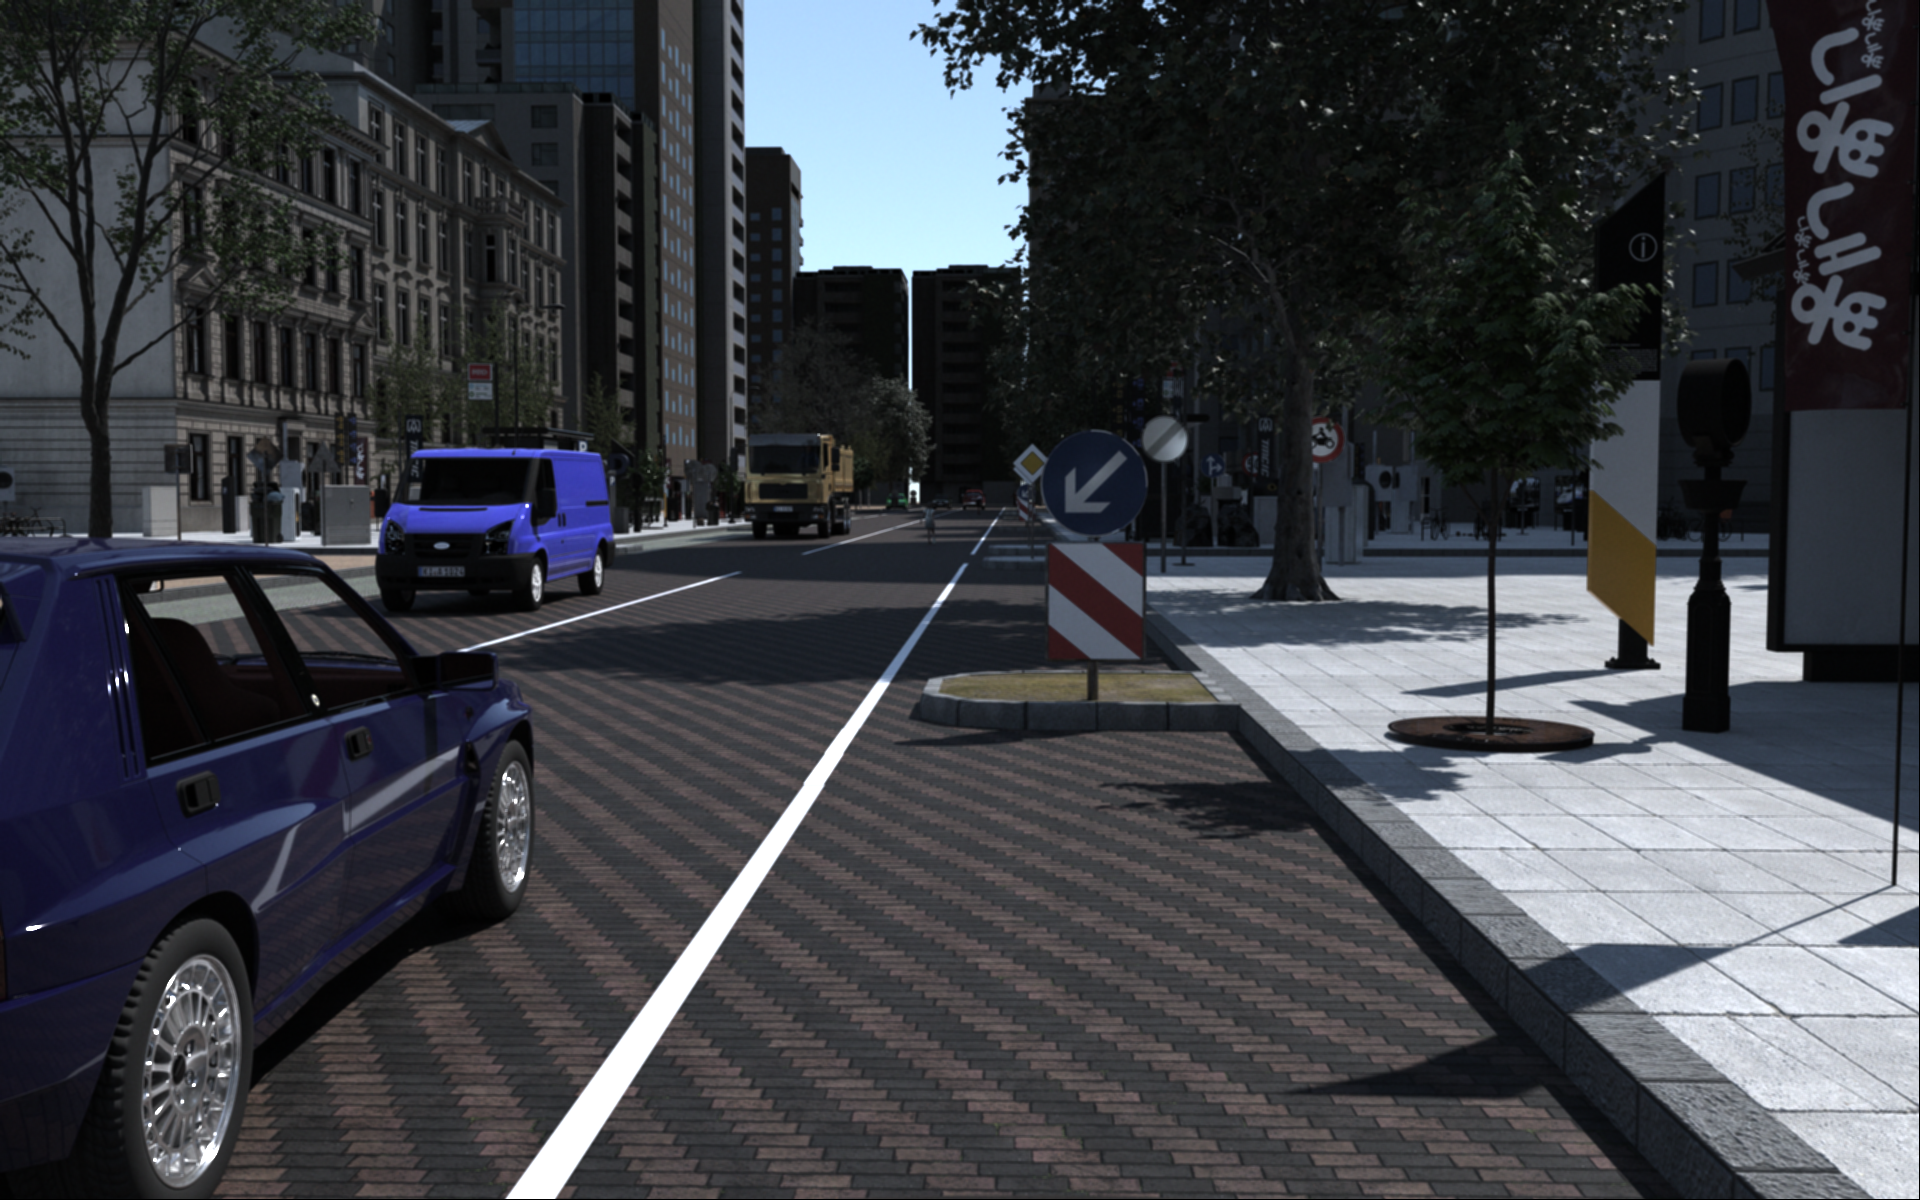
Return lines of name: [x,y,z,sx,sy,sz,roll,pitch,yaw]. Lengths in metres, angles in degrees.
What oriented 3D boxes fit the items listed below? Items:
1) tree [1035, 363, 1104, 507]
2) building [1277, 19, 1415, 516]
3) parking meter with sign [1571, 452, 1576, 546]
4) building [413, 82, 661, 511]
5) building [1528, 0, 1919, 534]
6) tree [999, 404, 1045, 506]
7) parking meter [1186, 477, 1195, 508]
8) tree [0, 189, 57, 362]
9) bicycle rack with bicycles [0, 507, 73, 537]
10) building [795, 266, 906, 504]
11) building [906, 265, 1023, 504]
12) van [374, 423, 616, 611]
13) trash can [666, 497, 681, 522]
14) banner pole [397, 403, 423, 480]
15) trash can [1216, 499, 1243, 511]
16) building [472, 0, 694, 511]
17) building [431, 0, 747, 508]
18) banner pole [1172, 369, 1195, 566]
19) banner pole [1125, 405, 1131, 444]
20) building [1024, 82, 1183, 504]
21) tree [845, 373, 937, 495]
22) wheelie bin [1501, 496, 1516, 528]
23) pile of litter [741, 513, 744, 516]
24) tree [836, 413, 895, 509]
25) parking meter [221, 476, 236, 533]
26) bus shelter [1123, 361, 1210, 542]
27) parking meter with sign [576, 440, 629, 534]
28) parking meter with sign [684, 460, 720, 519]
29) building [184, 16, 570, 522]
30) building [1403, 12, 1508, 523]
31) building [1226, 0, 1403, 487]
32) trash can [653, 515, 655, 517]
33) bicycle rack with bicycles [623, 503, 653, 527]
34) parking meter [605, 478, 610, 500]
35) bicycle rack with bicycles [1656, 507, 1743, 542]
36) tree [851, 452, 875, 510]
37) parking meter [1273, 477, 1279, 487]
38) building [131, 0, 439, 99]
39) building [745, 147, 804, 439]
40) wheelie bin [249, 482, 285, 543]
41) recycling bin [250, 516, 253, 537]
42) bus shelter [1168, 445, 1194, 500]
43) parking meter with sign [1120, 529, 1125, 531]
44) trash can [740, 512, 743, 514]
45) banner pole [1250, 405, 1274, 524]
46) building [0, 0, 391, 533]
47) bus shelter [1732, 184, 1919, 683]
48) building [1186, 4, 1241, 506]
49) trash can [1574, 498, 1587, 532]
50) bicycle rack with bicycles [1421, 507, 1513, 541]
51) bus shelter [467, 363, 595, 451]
tree: [5.514,-8.494,89.238,4.737,8.622,4.395,0,3,0]
building: [26.985,-20.652,109.361,14.160,30.474,14.107,0,4,2]
parking meter with sign: [15.937,-2.832,42.563,1.738,3.016,0.543,2,4,34]
building: [-30.185,-21.622,125.225,14.160,30.474,14.107,0,4,2]
building: [37.268,-31.889,63.379,28.212,58.520,21.231,0,4,2]
tree: [8.882,-17.065,185.675,9.857,13.997,8.962,0,3,0]
parking meter: [7.639,-3.203,58.086,0.399,1.863,0.255,3,5,40]
tree: [-18.807,-4.943,31.186,4.360,8.622,3.978,0,3,0]
bicycle rack with bicycles: [-26.212,-2.090,47.556,2.852,0.926,2.925,2,4,27]
building: [-13.801,-27.567,222.413,14.107,30.474,14.160,0,4,2]
building: [0.939,-27.496,221.263,14.107,30.474,14.160,0,4,2]
van: [-6.074,-1.136,22.966,2.240,2.365,5.245,0,4,1]
trash can: [-13.452,-4.249,81.128,0.748,1.137,0.748,0,3,0]
banner pole: [-15.277,-3.547,48.013,0.863,3.779,0.401,-2,4,-31]
trash can: [7.530,-2.249,48.427,0.748,1.137,0.748,0,3,0]
building: [-29.433,-29.894,138.882,14.600,45.320,14.200,0,4,2]
building: [-35.577,-38.355,169.108,28.212,58.520,21.231,0,4,2]
banner pole: [3.920,-2.498,30.854,0.401,3.779,0.863,2,4,27]
banner pole: [4.167,-3.223,42.709,0.863,3.779,0.401,-1,4,-9]
building: [22.118,-39.056,227.802,27.495,52.752,28.713,0,4,2]
tree: [-7.332,-16.778,180.979,9.857,13.997,8.962,0,3,0]
wheelie bin: [21.034,-3.557,66.058,0.693,1.594,0.980,0,4,3]
pile of litter: [-12.209,-5.232,99.504,1.176,0.858,1.719,0,4,0]
tree: [-8.827,-12.356,152.384,4.737,8.622,4.395,0,3,0]
parking meter: [-23.876,-3.108,56.529,0.399,1.863,0.255,2,4,32]
bus shelter: [5.623,-4.397,49.525,2.179,5.291,8.768,0,4,2]
parking meter with sign: [-11.553,-3.664,56.165,1.738,3.016,0.543,1,4,23]
parking meter with sign: [-13.015,-5.585,87.571,1.738,3.016,0.543,1,4,17]
building: [-30.810,-16.747,92.903,14.460,24.649,34.723,0,4,2]
building: [28.670,-24.405,82.624,14.154,41.232,14.086,0,4,2]
building: [32.679,-31.371,132.526,23.786,49.044,30.456,0,4,2]
trash can: [-17.417,-5.229,97.143,0.748,1.137,0.748,0,3,0]
bicycle rack with bicycles: [-13.444,-3.299,67.323,2.925,0.926,2.852,-1,4,-8]
parking meter: [-11.350,-3.015,55.010,0.255,1.863,0.399,3,5,44]
bicycle rack with bicycles: [19.915,-2.088,47.517,2.925,0.926,2.852,-2,4,-31]
tree: [-8.148,-9.321,136.114,4.285,4.588,4.351,0,3,0]
parking meter: [10.029,-3.051,55.603,0.255,1.863,0.399,-3,4,-36]
building: [-63.951,-35.312,166.593,27.495,52.752,28.713,0,4,2]
building: [-27.932,-35.033,222.895,14.200,45.320,14.600,0,4,2]
wheelie bin: [-18.033,-2.272,45.063,0.980,1.594,0.693,0,4,4]
recycling bin: [-20.787,-2.410,51.951,0.722,1.027,0.722,3,4,36]
bus shelter: [7.344,-4.290,64.066,2.014,3.302,5.546,0,4,2]
parking meter with sign: [5.060,-3.904,60.087,0.543,3.016,1.738,-3,4,-39]
trash can: [-13.134,-5.542,102.270,0.748,1.137,0.748,0,3,0]
banner pole: [8.184,-3.503,47.287,0.863,3.779,0.401,-1,4,-11]
building: [-30.268,-12.322,66.089,10.561,19.102,19.286,0,4,2]
bus shelter: [6.263,-0.938,9.252,2.014,3.302,5.546,0,4,2]
building: [31.746,-37.993,163.183,21.231,58.520,28.212,0,4,2]
trash can: [21.085,-2.867,58.528,0.748,1.137,0.748,0,3,0]
bicycle rack with bicycles: [14.074,-2.130,48.212,2.852,0.926,2.925,2,4,24]
bus shelter: [-13.870,-4.771,55.643,2.179,5.291,8.768,0,4,2]
